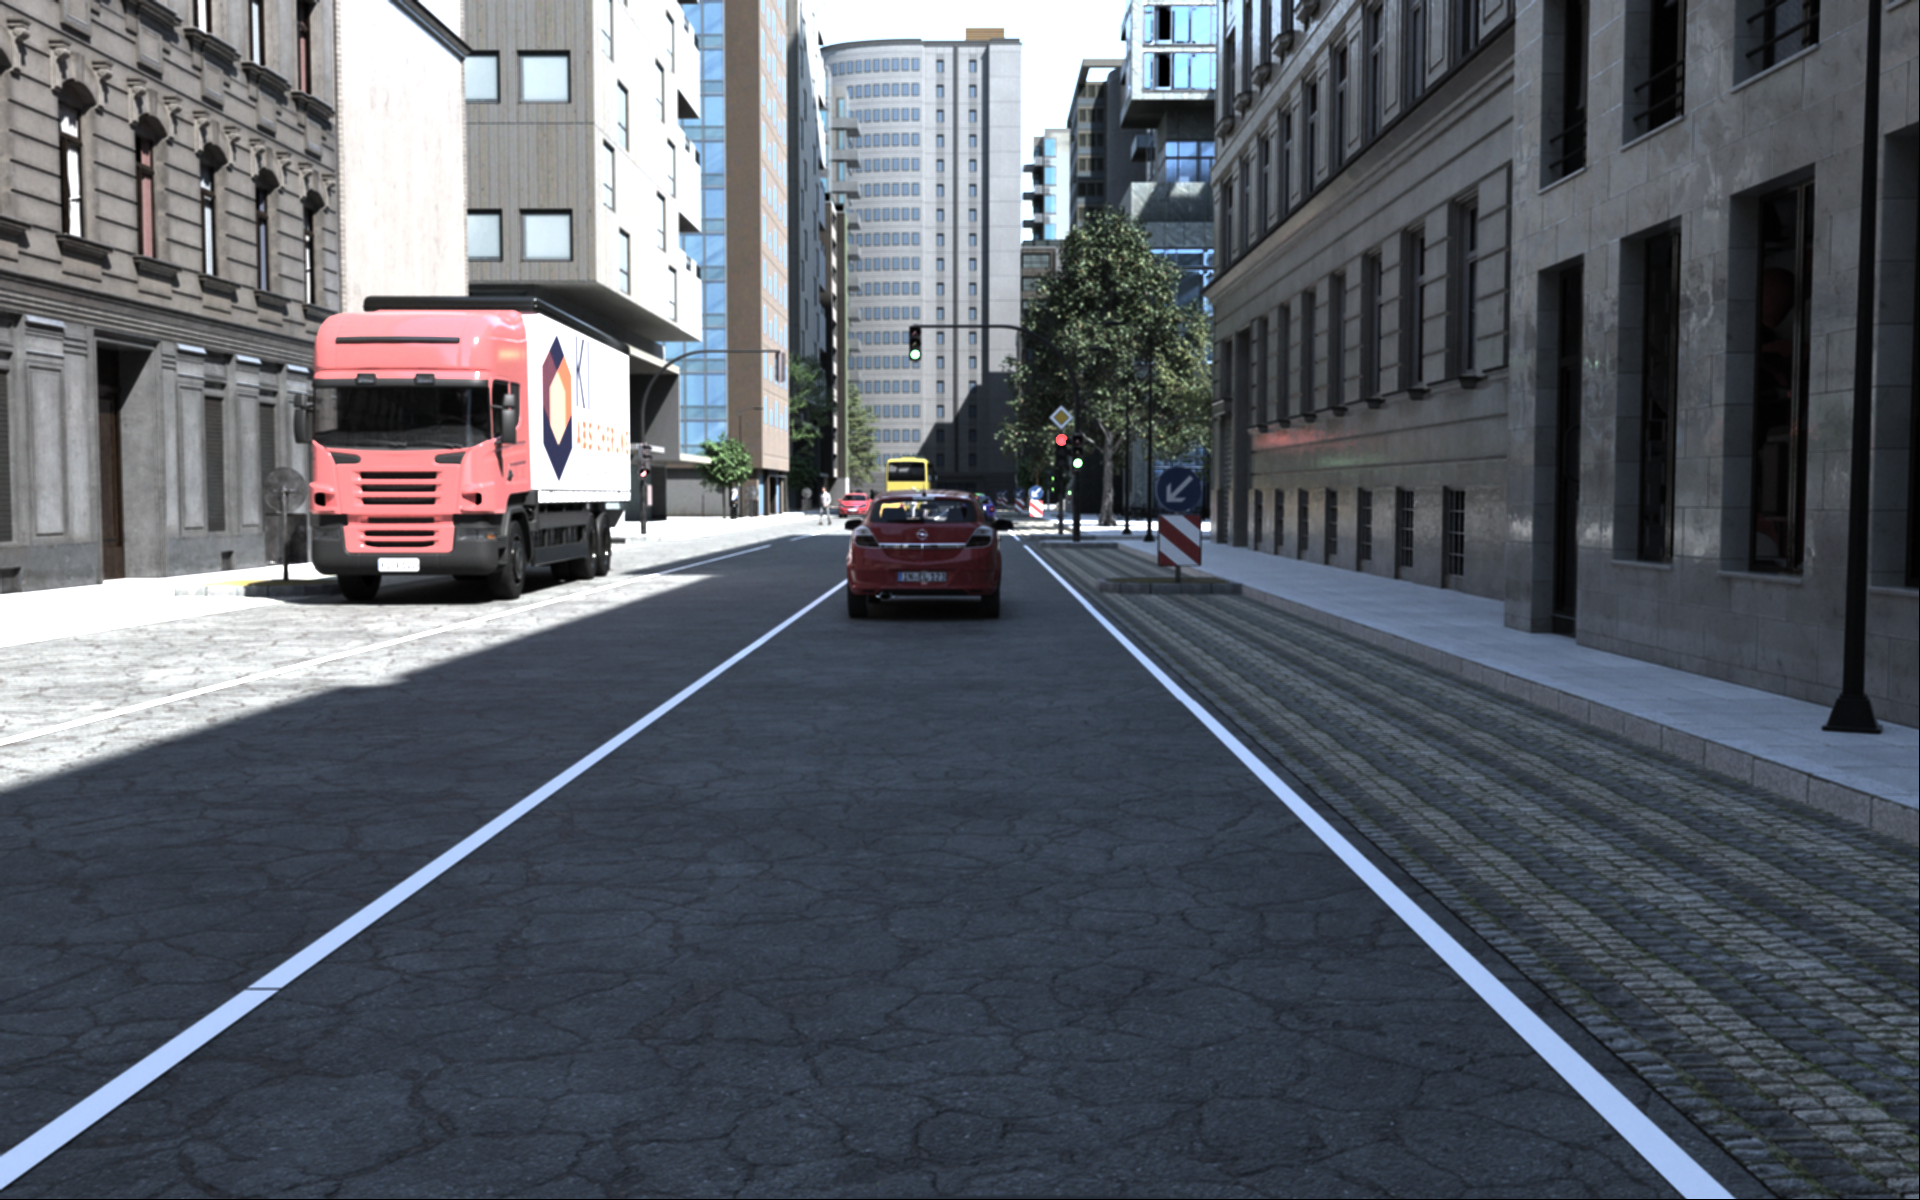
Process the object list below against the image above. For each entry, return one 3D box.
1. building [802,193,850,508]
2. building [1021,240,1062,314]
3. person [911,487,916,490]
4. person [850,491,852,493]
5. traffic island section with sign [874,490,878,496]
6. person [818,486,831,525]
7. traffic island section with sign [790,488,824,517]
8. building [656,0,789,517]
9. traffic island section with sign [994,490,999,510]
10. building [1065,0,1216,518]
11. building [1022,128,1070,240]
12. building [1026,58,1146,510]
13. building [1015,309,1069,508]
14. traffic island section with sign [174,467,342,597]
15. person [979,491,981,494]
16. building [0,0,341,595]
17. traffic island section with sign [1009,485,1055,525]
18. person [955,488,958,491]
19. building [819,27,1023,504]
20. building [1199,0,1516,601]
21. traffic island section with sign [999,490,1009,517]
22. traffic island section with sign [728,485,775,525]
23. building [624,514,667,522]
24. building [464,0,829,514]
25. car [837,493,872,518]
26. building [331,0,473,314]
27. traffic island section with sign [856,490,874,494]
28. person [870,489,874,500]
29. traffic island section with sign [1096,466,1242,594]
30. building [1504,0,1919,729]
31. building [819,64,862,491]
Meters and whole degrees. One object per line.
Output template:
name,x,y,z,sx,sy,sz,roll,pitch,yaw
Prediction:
building,-18.128,-24.074,165.318,14.160,30.474,14.107,0,4,0
building,13.865,-26.063,197.835,14.160,30.474,14.107,0,4,0
person,-2.545,-5.328,95.484,0.514,1.842,0.818,1,4,23
person,-9.564,-8.702,151.603,1.217,1.723,0.721,0,4,5
traffic island section with sign,-8.900,-10.698,183.546,1.989,1.847,2.006,0,4,0
person,-6.251,-4.368,80.198,0.678,1.792,0.850,2,4,29
traffic island section with sign,-9.383,-5.984,106.474,1.989,1.847,2.006,0,4,0
building,-17.712,-27.578,101.015,14.600,45.320,14.200,0,4,0
traffic island section with sign,3.862,-9.044,156.501,1.989,1.847,2.006,0,4,0
building,18.493,-48.429,104.479,22.319,86.520,31.000,0,4,0
building,23.176,-36.998,224.531,30.456,49.044,23.786,0,4,0
building,22.069,-27.964,149.087,32.217,40.220,23.993,0,4,0
building,19.836,-20.251,176.140,27.650,21.520,28.899,0,4,0
traffic island section with sign,-9.893,-0.996,24.911,1.989,1.847,2.006,0,4,0
person,2.109,-10.403,179.118,0.617,1.759,0.750,-2,4,-25
building,-16.797,-10.742,24.780,9.793,20.994,18.267,0,4,0
traffic island section with sign,3.369,-4.349,79.741,1.989,1.847,2.006,0,4,0
person,-0.281,-7.128,124.826,0.755,1.850,0.659,-2,4,-34
building,-6.385,-41.637,222.760,28.212,58.520,21.231,0,4,0
building,13.846,-12.111,31.292,16.112,22.955,30.059,0,4,0
traffic island section with sign,3.541,-5.998,106.695,1.989,1.847,2.006,0,4,0
traffic island section with sign,-9.550,-4.331,79.437,1.989,1.847,2.006,0,4,0
building,-25.938,-29.529,72.045,28.713,52.752,27.495,0,4,0
building,-25.450,-33.898,143.471,28.713,52.752,27.495,0,4,0
car,-6.343,-5.886,105.279,2.155,1.783,4.494,0,4,2
building,-22.049,-10.807,41.326,19.286,19.102,10.561,0,4,0
traffic island section with sign,-9.068,-9.050,156.591,1.989,1.847,2.006,0,4,0
person,-7.515,-8.481,147.183,0.705,1.821,1.348,0,4,-3
traffic island section with sign,3.031,-1.034,25.542,1.989,1.847,2.006,0,4,0
building,10.407,-9.357,7.737,10.420,20.320,16.860,0,4,0
building,-26.561,-35.100,193.492,30.456,49.044,23.786,0,4,0
